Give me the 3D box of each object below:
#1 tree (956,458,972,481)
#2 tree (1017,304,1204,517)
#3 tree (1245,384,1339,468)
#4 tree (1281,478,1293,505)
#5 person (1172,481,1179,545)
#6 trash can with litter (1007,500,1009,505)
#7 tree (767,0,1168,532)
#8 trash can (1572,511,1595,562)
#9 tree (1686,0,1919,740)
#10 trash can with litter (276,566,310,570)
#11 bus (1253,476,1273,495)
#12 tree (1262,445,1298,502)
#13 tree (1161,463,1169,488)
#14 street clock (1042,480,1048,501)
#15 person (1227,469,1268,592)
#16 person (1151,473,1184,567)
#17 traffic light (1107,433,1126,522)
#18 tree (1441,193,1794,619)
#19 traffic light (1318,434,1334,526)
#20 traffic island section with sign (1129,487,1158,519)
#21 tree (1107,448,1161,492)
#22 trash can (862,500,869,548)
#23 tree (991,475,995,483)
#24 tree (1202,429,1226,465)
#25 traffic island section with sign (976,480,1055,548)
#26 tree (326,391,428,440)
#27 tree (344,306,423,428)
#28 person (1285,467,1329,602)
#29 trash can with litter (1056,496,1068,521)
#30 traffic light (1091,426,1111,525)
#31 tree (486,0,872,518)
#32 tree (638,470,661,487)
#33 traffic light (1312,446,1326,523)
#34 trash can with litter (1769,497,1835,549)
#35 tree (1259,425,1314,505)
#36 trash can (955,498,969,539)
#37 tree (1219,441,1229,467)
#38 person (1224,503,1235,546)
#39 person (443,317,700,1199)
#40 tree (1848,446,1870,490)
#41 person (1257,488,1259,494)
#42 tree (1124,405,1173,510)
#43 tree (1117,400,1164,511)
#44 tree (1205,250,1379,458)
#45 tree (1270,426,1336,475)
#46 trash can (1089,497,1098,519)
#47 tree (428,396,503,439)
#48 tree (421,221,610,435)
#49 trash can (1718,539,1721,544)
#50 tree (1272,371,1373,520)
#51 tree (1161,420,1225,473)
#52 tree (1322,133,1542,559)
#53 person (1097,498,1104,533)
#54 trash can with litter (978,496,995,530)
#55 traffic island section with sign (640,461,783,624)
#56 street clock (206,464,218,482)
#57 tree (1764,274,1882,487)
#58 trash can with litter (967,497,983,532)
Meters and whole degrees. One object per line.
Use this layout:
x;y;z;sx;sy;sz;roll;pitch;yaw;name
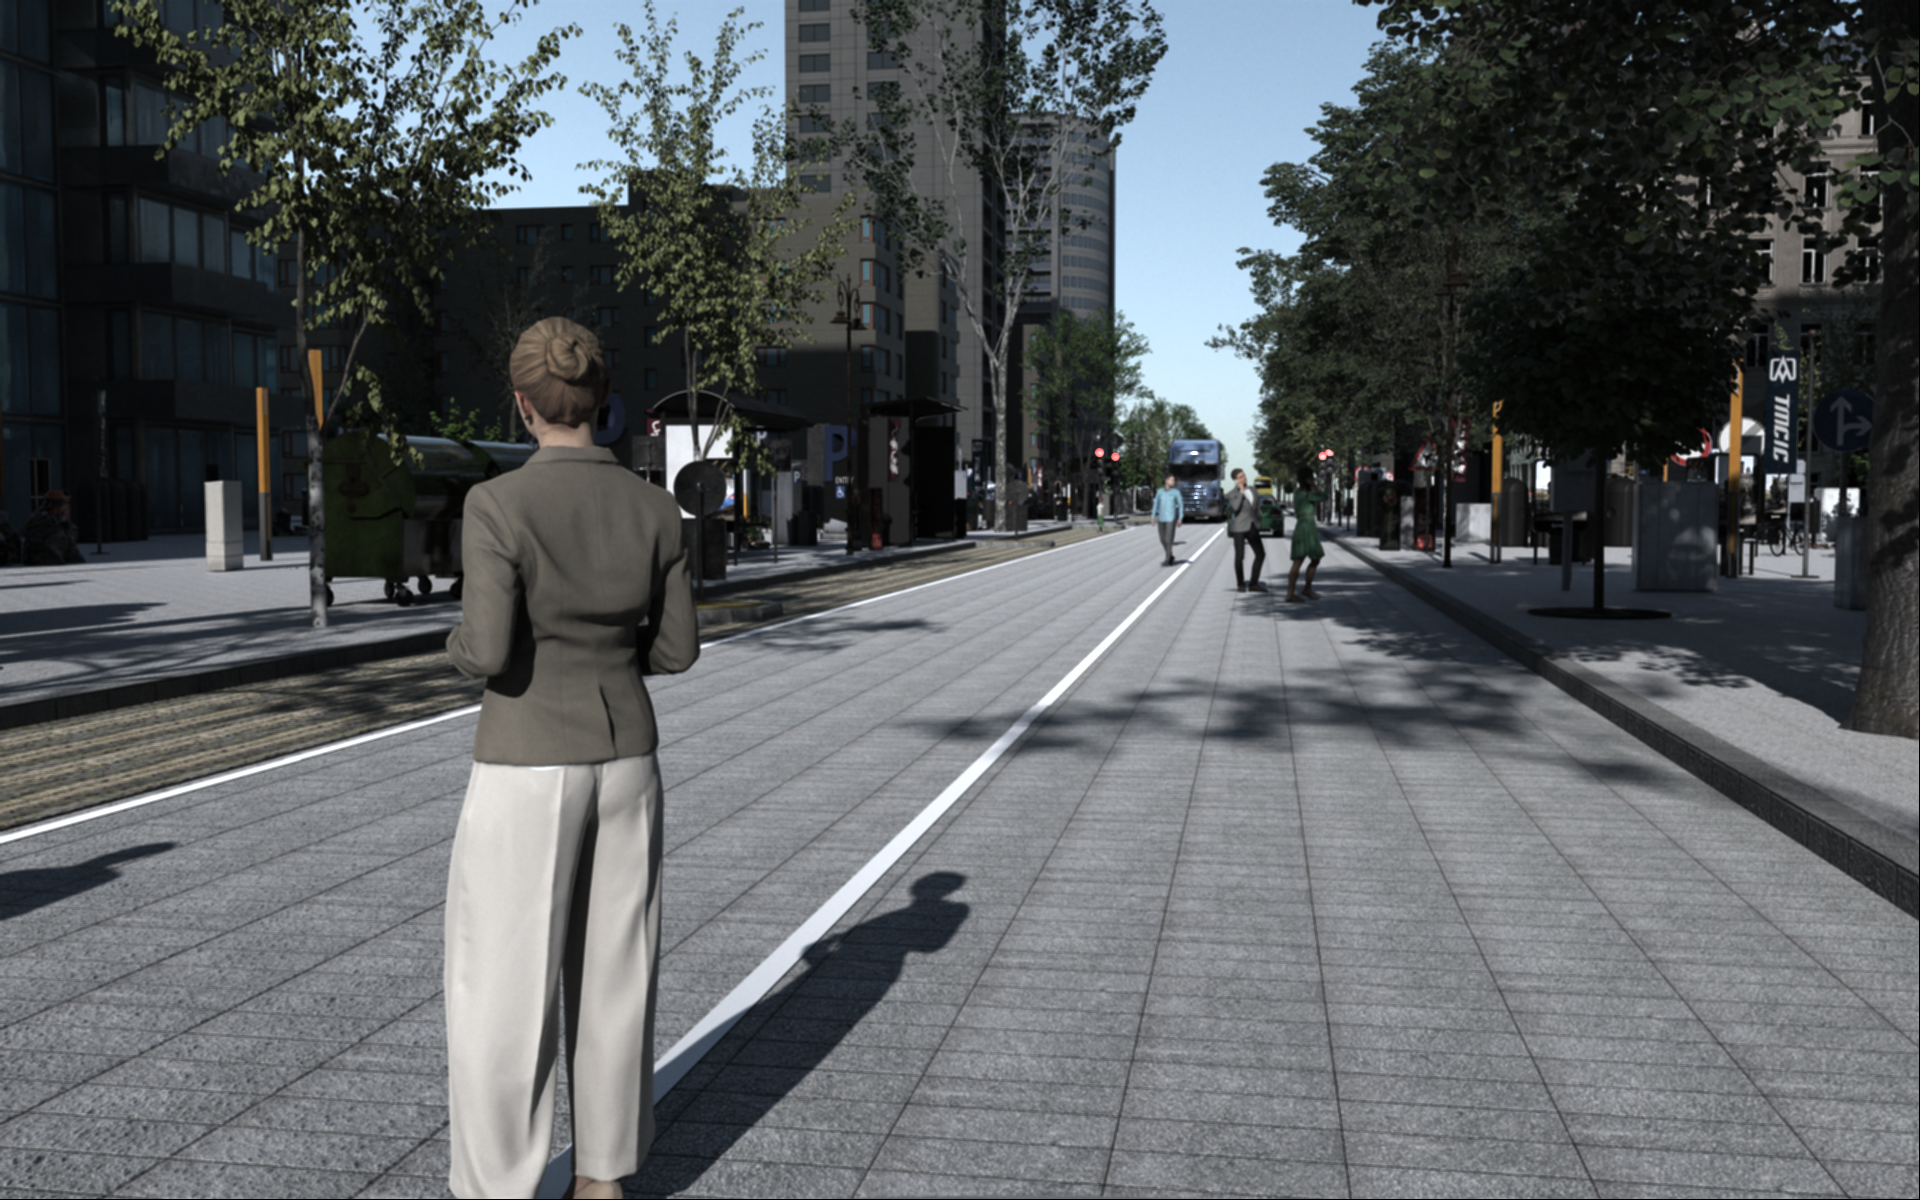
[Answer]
0.336;-10.426;154.173;4.285;4.588;4.351;0;3;0;tree
6.949;-10.420;96.121;9.928;11.665;9.643;0;3;0;tree
31.314;-15.168;158.360;12.009;13.543;11.850;0;3;0;tree
48.695;-16.041;256.868;1.663;3.219;1.824;0;3;0;tree
5.900;-2.435;48.489;0.721;1.800;0.419;-2;4;-35;person
2.144;-4.279;81.353;0.624;1.170;1.055;-2;4;-24;trash can with litter
0.336;-12.419;58.946;12.611;20.169;13.585;0;3;0;tree
11.684;-1.286;32.686;0.748;1.137;0.748;0;3;0;trash can
5.250;-6.251;8.860;9.857;13.997;8.962;0;3;0;tree
-10.495;-1.122;29.398;1.678;1.210;2.233;-3;5;-40;trash can with litter
42.159;-15.257;241.002;2.896;3.916;12.252;1;4;10;bus
51.930;-21.466;276.727;9.928;11.665;9.643;0;3;0;tree
17.876;-10.704;158.726;4.285;4.588;4.351;0;3;0;tree
4.431;-5.244;90.307;0.358;2.002;0.471;1;4;14;street clock
4.202;-1.018;25.322;0.592;1.802;0.473;-1;4;-8;person
4.144;-1.578;34.165;0.638;1.841;0.748;3;5;39;person
7.137;-5.519;79.153;0.839;4.253;0.868;1;4;10;traffic light
6.870;-2.112;18.251;4.285;4.588;4.351;0;3;0;tree
14.860;-4.943;69.739;0.839;4.253;0.868;1;4;10;traffic light
10.943;-5.684;101.560;1.989;1.847;2.006;1;4;10;traffic island section with sign
11.717;-8.478;122.329;4.285;4.588;4.351;0;3;0;tree
-2.197;-1.802;41.116;0.748;1.137;0.748;0;3;0;trash can
3.030;-9.507;150.039;1.663;3.219;1.824;0;3;0;tree
42.042;-23.247;298.206;7.486;12.596;7.792;0;3;0;tree
1.537;-2.352;47.084;1.989;1.847;2.006;1;4;10;traffic island section with sign
-17.405;-4.151;51.590;4.285;4.588;4.351;0;3;0;tree
-21.663;-7.140;67.103;4.360;8.622;3.978;0;3;0;tree
4.593;-0.881;23.147;0.529;1.795;0.600;-1;4;-11;person
4.735;-4.285;81.449;0.624;1.170;1.055;-1;4;-10;trash can with litter
5.780;-5.037;71.283;0.839;4.253;0.868;1;4;10;traffic light
-3.809;-4.658;26.525;4.737;8.622;4.395;0;3;0;tree
-16.965;-6.025;93.115;1.663;3.219;1.824;0;3;0;tree
16.218;-5.424;77.608;0.839;4.253;0.868;1;4;10;traffic light
20.165;-1.835;41.066;1.678;1.210;2.233;1;4;22;trash can with litter
37.396;-16.914;194.664;7.486;12.596;7.792;0;3;0;tree
-0.113;-2.327;49.692;0.748;1.137;0.748;0;3;0;trash can
22.437;-15.867;185.184;9.928;11.665;9.643;0;3;0;tree
7.771;-2.411;48.263;0.623;1.781;0.721;-2;4;-27;person
-0.767;0.352;3.299;0.519;1.759;0.362;-3;5;-41;person
23.048;-2.985;43.413;1.663;3.219;1.824;0;3;0;tree
19.762;-6.553;115.598;0.622;1.834;0.822;-3;4;-39;person
15.657;-11.723;142.027;4.737;8.622;4.395;0;3;0;tree
13.484;-11.169;132.976;4.360;8.622;3.978;0;3;0;tree
25.758;-17.059;134.809;12.611;20.169;13.585;0;3;0;tree
35.267;-14.793;176.275;7.601;10.594;8.767;-2;4;-34;tree
6.934;-4.791;89.994;0.748;1.137;0.748;0;3;0;trash can
-10.014;-2.431;34.344;1.663;3.219;1.824;0;3;0;tree
-11.854;-5.921;47.179;4.360;8.622;3.978;0;3;0;tree
19.564;-1.985;44.110;0.748;1.137;0.748;0;3;0;trash can
19.847;-8.786;94.007;4.737;8.622;4.395;0;3;0;tree
27.731;-16.913;210.933;8.767;10.594;7.601;-2;4;-26;tree
9.445;-5.129;34.223;4.360;8.622;3.978;0;3;0;tree
5.133;-3.103;63.476;0.306;1.304;0.590;2;4;31;person
0.653;-3.113;61.947;2.233;1.210;1.678;0;4;1;trash can with litter
-3.127;-0.692;19.947;1.989;1.847;2.006;1;4;10;traffic island section with sign
-18.205;-2.302;42.201;0.358;2.002;0.471;-2;4;-31;street clock
28.548;-6.476;56.252;4.737;8.622;4.395;0;3;0;tree
0.384;-2.952;59.654;0.624;1.170;1.055;1;4;15;trash can with litter
